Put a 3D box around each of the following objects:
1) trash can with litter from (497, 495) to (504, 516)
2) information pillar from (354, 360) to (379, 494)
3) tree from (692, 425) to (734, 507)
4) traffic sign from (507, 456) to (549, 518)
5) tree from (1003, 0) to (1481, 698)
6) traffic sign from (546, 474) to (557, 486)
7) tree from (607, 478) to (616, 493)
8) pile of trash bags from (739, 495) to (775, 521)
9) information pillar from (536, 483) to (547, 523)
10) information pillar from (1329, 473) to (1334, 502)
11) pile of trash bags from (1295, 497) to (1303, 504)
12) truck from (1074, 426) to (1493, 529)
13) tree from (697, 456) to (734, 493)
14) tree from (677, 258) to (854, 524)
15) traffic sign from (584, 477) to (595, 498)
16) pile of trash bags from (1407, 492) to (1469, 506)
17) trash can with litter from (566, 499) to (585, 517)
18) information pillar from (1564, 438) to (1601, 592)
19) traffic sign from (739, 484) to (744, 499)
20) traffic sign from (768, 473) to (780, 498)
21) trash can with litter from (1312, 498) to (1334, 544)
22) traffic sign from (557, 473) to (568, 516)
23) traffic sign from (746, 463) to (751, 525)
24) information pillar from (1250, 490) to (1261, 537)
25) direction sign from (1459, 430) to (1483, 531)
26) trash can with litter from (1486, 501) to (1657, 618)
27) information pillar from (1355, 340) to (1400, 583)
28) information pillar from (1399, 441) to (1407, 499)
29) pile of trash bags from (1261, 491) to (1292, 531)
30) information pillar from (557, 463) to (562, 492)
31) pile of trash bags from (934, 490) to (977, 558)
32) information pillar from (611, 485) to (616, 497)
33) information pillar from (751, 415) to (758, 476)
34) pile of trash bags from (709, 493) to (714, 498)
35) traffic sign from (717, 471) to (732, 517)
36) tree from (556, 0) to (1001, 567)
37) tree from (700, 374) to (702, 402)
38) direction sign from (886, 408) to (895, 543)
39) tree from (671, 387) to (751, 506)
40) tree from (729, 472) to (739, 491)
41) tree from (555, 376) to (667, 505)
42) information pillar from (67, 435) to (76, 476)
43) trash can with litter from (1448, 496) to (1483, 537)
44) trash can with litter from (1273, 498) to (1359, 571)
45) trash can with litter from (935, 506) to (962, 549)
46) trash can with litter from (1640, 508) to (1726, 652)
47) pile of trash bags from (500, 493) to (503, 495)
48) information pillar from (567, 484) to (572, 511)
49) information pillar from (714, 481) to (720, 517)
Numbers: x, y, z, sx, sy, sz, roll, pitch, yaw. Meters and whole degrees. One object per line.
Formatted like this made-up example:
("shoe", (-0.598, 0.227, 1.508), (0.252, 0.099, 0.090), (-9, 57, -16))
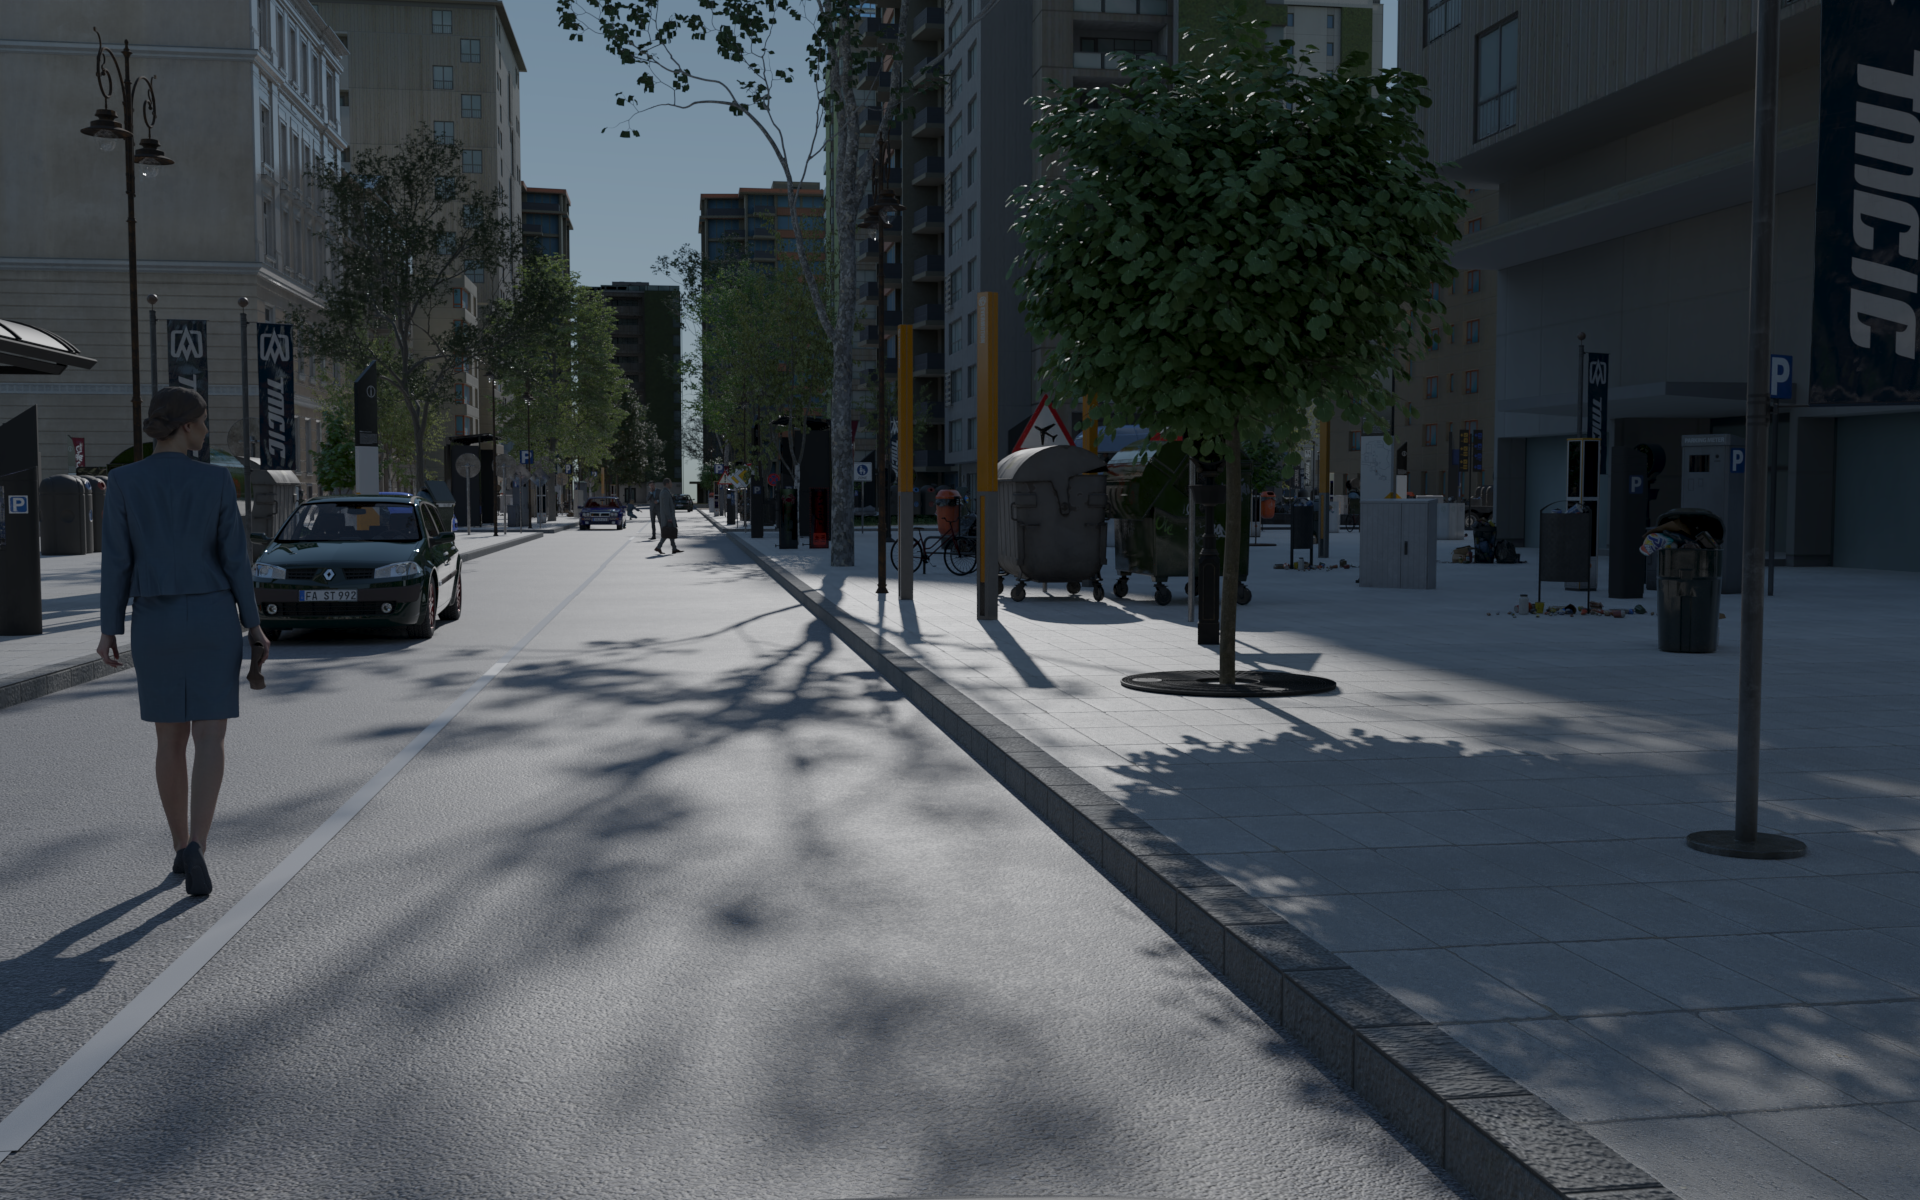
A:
("trash can with litter", (-27.262, -5.553, 101.854), (1.678, 1.210, 2.233), (-1, 4, -15))
("information pillar", (-10.331, -2.376, 30.206), (0.183, 3.616, 0.504), (2, 4, 24))
("tree", (-25.388, -13.797, 175.948), (4.360, 8.622, 3.978), (0, 3, 0))
("traffic sign", (-23.027, -6.023, 92.346), (2.265, 3.308, 0.079), (0, 4, -3))
("tree", (1.755, -1.694, 11.410), (4.285, 4.588, 4.351), (0, 3, 0))
("traffic sign", (-21.202, -5.361, 89.783), (0.606, 2.300, 0.079), (0, 4, -5))
("tree", (-36.065, -11.369, 180.485), (1.663, 3.219, 1.824), (0, 3, 0))
("pile of trash bags", (-9.767, -4.542, 84.014), (1.912, 1.369, 3.447), (-1, 4, -8))
("information pillar", (-18.301, -4.356, 75.712), (0.304, 2.012, 0.304), (2, 4, 26))
("information pillar", (12.681, -3.378, 59.721), (0.304, 2.012, 0.304), (3, 5, 42))
("pile of trash bags", (13.982, -4.160, 77.765), (1.912, 1.369, 3.447), (-3, 4, -38))
("truck", (12.816, -4.635, 65.549), (18.799, 4.110, 2.967), (-1, 4, -11))
("tree", (-20.751, -10.114, 149.076), (4.285, 4.588, 4.351), (0, 3, 0))
("tree", (-8.464, -9.169, 75.668), (9.928, 11.665, 9.643), (0, 3, 0))
("traffic sign", (-27.301, -7.802, 127.669), (0.768, 2.556, 0.104), (0, 4, -2))
("pile of trash bags", (22.753, -4.448, 82.471), (3.447, 1.369, 1.912), (2, 4, 30))
("trash can with litter", (-21.643, -5.262, 97.424), (0.624, 1.170, 1.055), (2, 4, 25))
("information pillar", (8.232, -1.127, 22.911), (0.304, 2.012, 0.304), (-1, 4, -21))
("traffic sign", (-13.288, -6.356, 106.054), (0.606, 2.300, 0.079), (0, 4, -2))
("traffic sign", (-11.540, -6.556, 107.301), (0.768, 2.556, 0.104), (0, 4, -6))
("trash can with litter", (9.140, -2.024, 44.478), (0.624, 1.170, 1.055), (2, 4, 33))
("traffic sign", (-23.657, -6.288, 102.920), (0.768, 2.556, 0.104), (0, 4, -3))
("traffic sign", (-8.590, -4.349, 71.217), (0.768, 2.556, 0.104), (0, 4, -3))
("information pillar", (8.736, -2.868, 51.385), (0.304, 2.012, 0.304), (-1, 4, -11))
("direction sign", (17.953, -4.216, 60.935), (0.876, 3.537, 0.379), (-1, 4, -12))
("trash can with litter", (6.803, -0.444, 18.323), (2.233, 1.210, 1.678), (1, 4, 23))
("information pillar", (5.952, -2.043, 24.762), (0.504, 3.616, 0.183), (3, 5, 40))
("information pillar", (19.525, -5.210, 76.540), (0.504, 3.616, 0.183), (-1, 4, -13))
("pile of trash bags", (9.315, -2.998, 58.768), (3.447, 1.369, 1.912), (-2, 4, -30))
("information pillar", (-30.544, -8.616, 132.223), (0.504, 3.616, 0.183), (2, 4, 33))
("pile of trash bags", (0.602, -1.619, 36.227), (1.912, 1.369, 3.447), (2, 4, 35))
("information pillar", (-27.558, -8.146, 137.682), (0.304, 2.012, 0.304), (1, 4, 12))
("information pillar", (-6.029, -3.646, 50.959), (0.183, 3.616, 0.504), (0, 4, 8))
("pile of trash bags", (-18.818, -7.703, 135.701), (1.912, 1.369, 3.447), (1, 4, 15))
("traffic sign", (-12.899, -5.821, 95.182), (0.884, 2.594, 0.081), (0, 4, -6))
("tree", (-1.461, -10.745, 31.570), (12.611, 20.169, 13.585), (0, 3, 0))
("tree", (-11.123, -8.360, 87.054), (4.737, 8.622, 4.395), (0, 3, 0))
("direction sign", (-1.876, -3.297, 45.911), (0.379, 3.537, 0.876), (0, 4, 1))
("tree", (-27.529, -17.250, 192.402), (12.009, 13.543, 11.850), (0, 3, 0))
("tree", (-17.740, -8.428, 132.394), (1.663, 3.219, 1.824), (0, 3, 0))
("tree", (-32.553, -14.918, 160.922), (9.611, 12.733, 9.660), (0, 3, 0))
("information pillar", (-34.901, -4.700, 68.207), (0.504, 3.616, 0.183), (1, 4, 18))
("trash can with litter", (14.653, -2.498, 51.898), (1.678, 1.210, 2.233), (1, 4, 12))
("trash can with litter", (6.229, -1.147, 29.810), (2.233, 1.210, 1.678), (-3, 4, -38))
("trash can with litter", (-0.266, -1.775, 40.404), (0.624, 1.170, 1.055), (0, 3, 0))
("trash can with litter", (5.992, -0.179, 14.313), (0.624, 1.170, 1.055), (2, 4, 27))
("pile of trash bags", (-33.060, -7.204, 127.538), (1.912, 1.369, 3.447), (-3, 5, -40))
("information pillar", (-28.825, -7.539, 127.760), (0.304, 2.012, 0.304), (0, 4, -6))
("information pillar", (-13.878, -5.767, 98.780), (0.304, 2.012, 0.304), (0, 4, -4))
